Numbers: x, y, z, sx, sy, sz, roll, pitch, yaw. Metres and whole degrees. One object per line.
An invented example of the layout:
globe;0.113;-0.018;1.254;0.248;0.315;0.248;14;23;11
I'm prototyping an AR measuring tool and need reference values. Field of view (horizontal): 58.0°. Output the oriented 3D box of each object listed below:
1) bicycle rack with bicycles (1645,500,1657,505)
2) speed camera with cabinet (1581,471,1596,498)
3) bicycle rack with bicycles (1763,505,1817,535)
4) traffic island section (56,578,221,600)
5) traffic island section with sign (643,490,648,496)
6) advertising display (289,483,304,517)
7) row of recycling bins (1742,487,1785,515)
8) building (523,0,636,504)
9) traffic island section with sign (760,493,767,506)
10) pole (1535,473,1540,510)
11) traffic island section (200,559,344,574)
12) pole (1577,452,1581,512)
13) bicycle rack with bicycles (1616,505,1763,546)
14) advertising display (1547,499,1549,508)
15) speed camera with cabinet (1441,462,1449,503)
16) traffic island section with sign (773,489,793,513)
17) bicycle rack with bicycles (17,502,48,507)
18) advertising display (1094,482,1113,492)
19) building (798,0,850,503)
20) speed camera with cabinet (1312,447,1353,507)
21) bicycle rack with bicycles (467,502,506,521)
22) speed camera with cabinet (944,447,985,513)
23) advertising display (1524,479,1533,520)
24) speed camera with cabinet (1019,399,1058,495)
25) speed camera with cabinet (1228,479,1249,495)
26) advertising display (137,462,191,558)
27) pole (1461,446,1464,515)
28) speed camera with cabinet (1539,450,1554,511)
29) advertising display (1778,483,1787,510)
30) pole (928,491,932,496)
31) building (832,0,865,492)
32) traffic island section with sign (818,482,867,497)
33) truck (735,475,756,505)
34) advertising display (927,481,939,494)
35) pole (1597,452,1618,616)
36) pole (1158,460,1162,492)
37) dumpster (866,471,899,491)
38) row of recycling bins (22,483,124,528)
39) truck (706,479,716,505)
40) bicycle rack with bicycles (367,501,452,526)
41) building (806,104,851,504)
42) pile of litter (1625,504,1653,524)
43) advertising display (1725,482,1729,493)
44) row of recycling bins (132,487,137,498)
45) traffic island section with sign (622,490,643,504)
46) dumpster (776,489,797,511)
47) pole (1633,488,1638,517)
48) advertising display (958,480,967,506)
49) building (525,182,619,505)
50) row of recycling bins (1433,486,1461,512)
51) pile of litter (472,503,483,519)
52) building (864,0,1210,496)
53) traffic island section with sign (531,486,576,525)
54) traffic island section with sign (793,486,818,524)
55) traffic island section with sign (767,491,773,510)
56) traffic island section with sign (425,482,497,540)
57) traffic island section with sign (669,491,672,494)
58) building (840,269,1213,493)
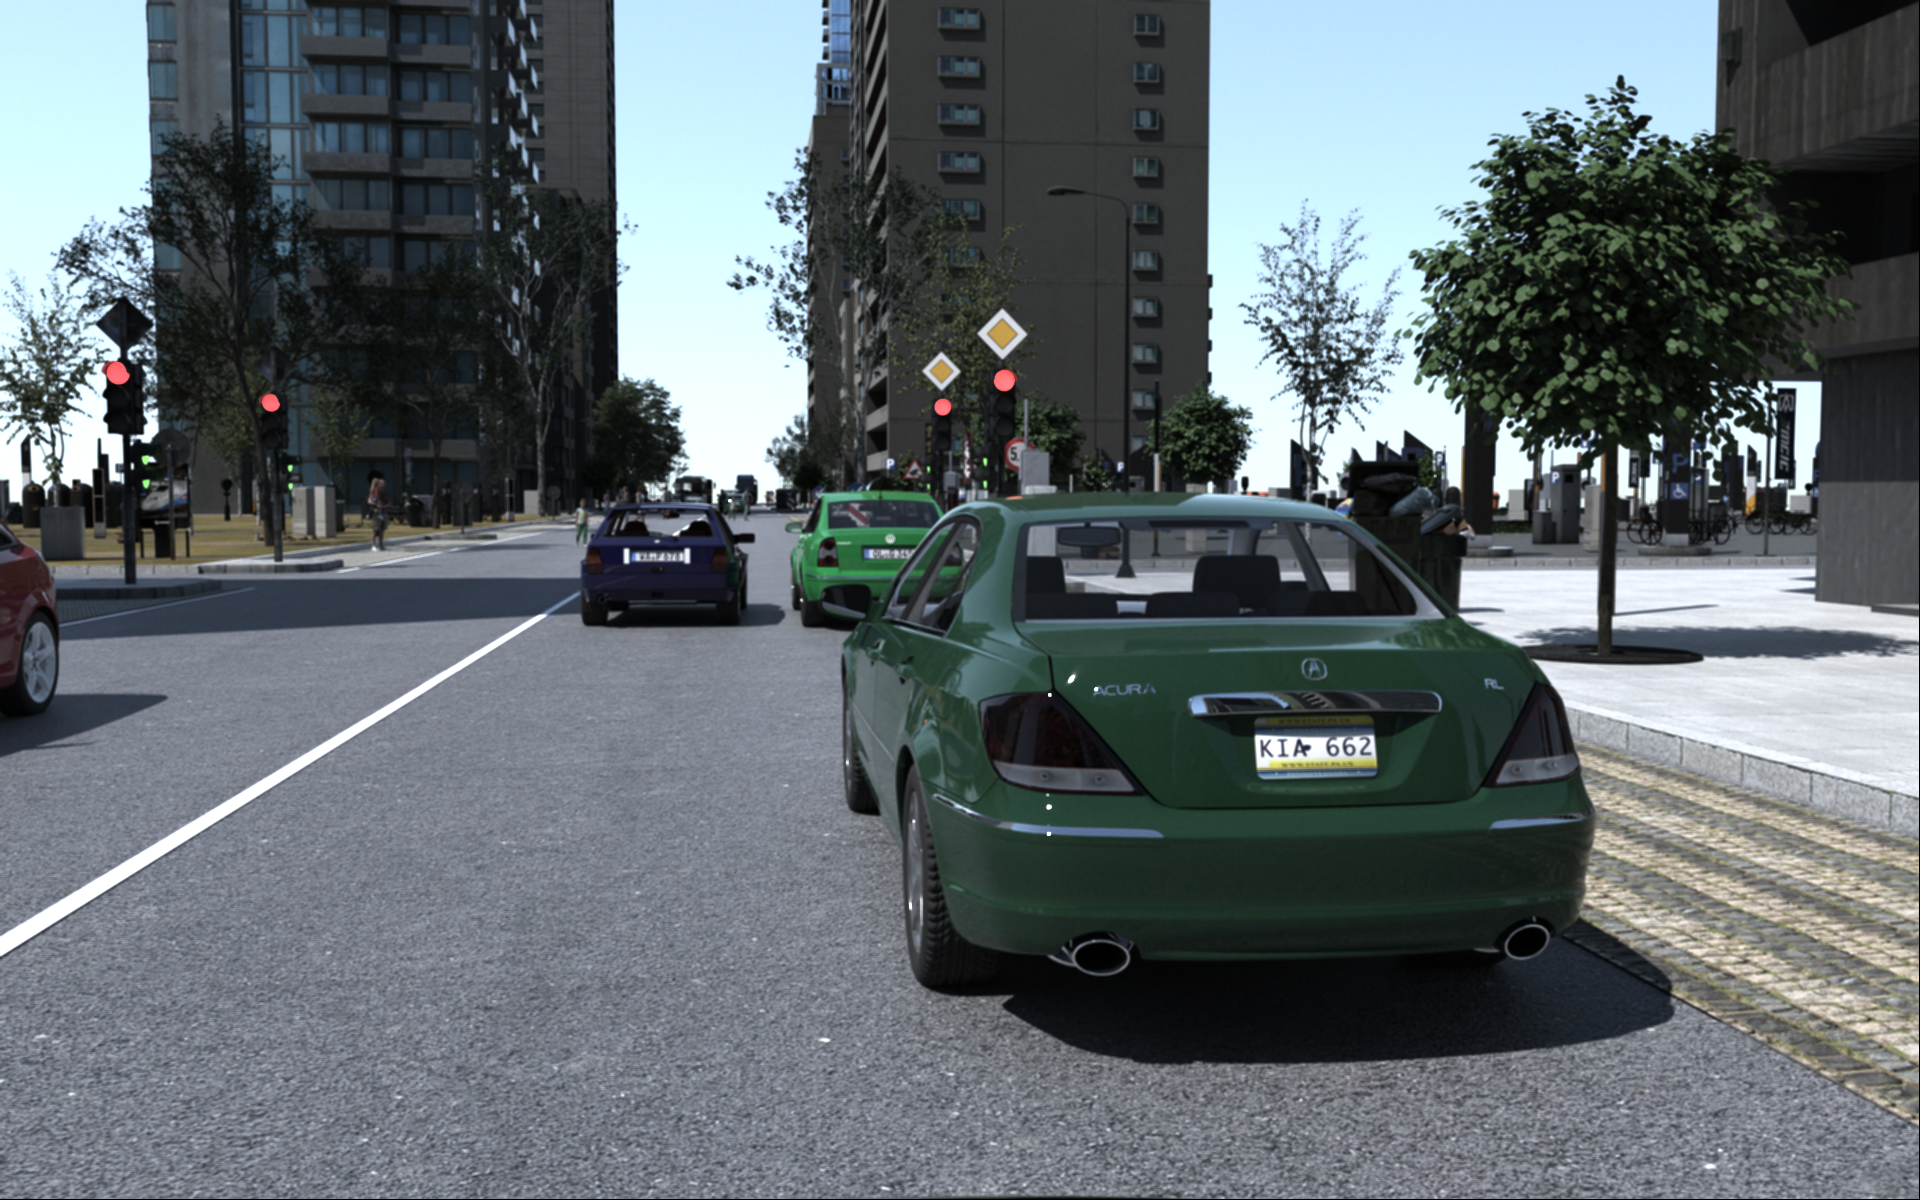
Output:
bicycle rack with bicycles;45.048;-6.005;111.567;2.925;0.926;2.852;1;4;15
speed camera with cabinet;33.173;-6.055;93.337;2.038;3.252;0.660;3;5;41
bicycle rack with bicycles;26.192;-2.571;55.421;2.852;0.926;2.925;-2;4;-30
traffic island section;-11.889;-0.153;24.790;2.009;0.180;2.903;0;4;-7
traffic island section with sign;-28.818;-9.181;158.730;1.989;1.847;2.006;0;4;-7
advertising display;-37.757;-5.712;98.605;0.123;1.923;0.974;2;4;26
row of recycling bins;44.494;-5.449;96.205;1.069;1.692;3.534;-1;4;-12
building;-52.876;-48.069;224.177;20.563;71.187;20.611;0;4;-7
traffic island section with sign;-26.925;-14.283;242.158;1.989;1.847;2.006;0;4;-7
pole;23.937;-4.772;71.862;0.158;3.312;0.155;0;3;0
traffic island section;-12.889;-0.638;32.713;2.009;0.180;2.903;0;4;-7
pole;30.043;-5.520;84.091;0.158;3.312;0.155;0;3;0
bicycle rack with bicycles;18.242;-1.885;44.206;2.925;0.926;2.852;0;4;-5
advertising display;28.485;-4.890;85.166;0.974;1.923;0.123;-1;4;-13
speed camera with cabinet;30.116;-6.962;108.167;0.660;3.252;2.038;1;4;12
traffic island section with sign;-13.077;-7.573;132.452;1.989;1.847;2.006;0;4;-7
bicycle rack with bicycles;-42.755;-4.121;80.761;2.852;0.926;2.925;0;4;2
advertising display;6.382;-4.451;77.988;0.974;1.923;0.123;-1;4;-12
building;-12.103;-57.451;251.995;22.319;86.520;31.000;0;4;-7
speed camera with cabinet;15.715;-4.790;72.650;2.038;3.252;0.660;3;5;40
bicycle rack with bicycles;-22.785;-4.184;81.784;2.925;0.926;2.852;-1;4;-15
speed camera with cabinet;0.236;-4.777;72.442;2.038;3.252;0.660;-1;4;-15
advertising display;24.254;-4.177;73.514;0.974;1.923;0.123;-3;5;-41
speed camera with cabinet;1.612;-2.513;35.431;0.660;3.252;2.038;0;4;-3
speed camera with cabinet;16.859;-6.790;105.345;0.660;3.252;2.038;-2;4;-23
advertising display;-16.007;-1.812;34.833;0.974;1.923;0.123;-1;4;-15
pole;21.320;-4.860;73.310;0.158;3.312;0.155;0;3;0
speed camera with cabinet;26.027;-5.084;77.452;0.660;3.252;2.038;0;4;-1
advertising display;48.313;-5.906;101.776;0.974;1.923;0.123;-3;5;-40
pole;-1.021;-4.063;60.273;0.158;3.312;0.155;0;3;0
building;-2.232;-44.852;171.579;20.563;71.187;20.611;0;4;-7
traffic island section with sign;-3.541;-2.956;56.966;1.989;1.847;2.006;0;4;-7
truck;-29.248;-15.040;235.663;2.967;4.110;18.799;0;4;-6
advertising display;-1.232;-4.942;86.009;0.974;1.923;0.123;-3;4;-37
pole;6.818;-1.489;18.181;0.158;3.312;0.155;0;3;0
pole;7.195;-4.208;62.646;0.158;3.312;0.155;0;3;0
dumpster;-3.227;-4.346;73.545;1.502;2.255;1.985;0;4;-7
row of recycling bins;-33.523;-3.555;65.232;3.534;1.692;1.069;0;4;1
truck;-33.615;-14.067;225.916;3.469;3.379;9.791;-1;4;-8
bicycle rack with bicycles;-22.860;-3.534;71.168;2.925;0.926;2.852;1;4;20
building;-7.720;-36.040;212.961;21.300;48.544;21.600;0;4;-7
pile of litter;28.941;-3.668;73.938;1.719;0.858;1.176;-2;4;-35
advertising display;41.568;-5.401;93.518;0.974;1.923;0.123;-3;5;-43
row of recycling bins;-33.560;-3.843;69.952;1.069;1.692;3.534;0;4;0
traffic island section with sign;-25.434;-7.545;131.988;1.989;1.847;2.006;0;4;-7
dumpster;-15.059;-8.674;150.037;1.865;1.857;1.264;0;4;-8
pole;34.891;-5.842;89.360;0.158;3.312;0.155;0;3;0
advertising display;-0.138;-4.364;76.567;0.974;1.923;0.123;2;4;30
building;-56.115;-31.217;202.278;32.217;40.220;23.993;0;4;-7
row of recycling bins;25.440;-5.319;94.072;3.534;1.692;1.069;2;4;34
pile of litter;-25.695;-4.691;90.657;1.176;0.858;1.719;-3;5;-39
building;4.653;-30.474;121.947;21.300;48.544;21.600;0;4;-7
traffic island section with sign;-19.021;-4.438;81.191;1.989;1.847;2.006;0;4;-7
traffic island section with sign;-6.926;-4.592;83.709;1.989;1.847;2.006;0;4;-7
traffic island section with sign;-16.450;-9.209;159.196;1.989;1.847;2.006;0;4;-7
traffic island section with sign;-15.653;-2.802;54.446;1.989;1.847;2.006;0;4;-7
traffic island section with sign;-39.057;-14.139;239.805;1.989;1.847;2.006;0;4;-7
building;4.326;-18.592;149.016;27.650;21.520;28.899;0;4;-7
